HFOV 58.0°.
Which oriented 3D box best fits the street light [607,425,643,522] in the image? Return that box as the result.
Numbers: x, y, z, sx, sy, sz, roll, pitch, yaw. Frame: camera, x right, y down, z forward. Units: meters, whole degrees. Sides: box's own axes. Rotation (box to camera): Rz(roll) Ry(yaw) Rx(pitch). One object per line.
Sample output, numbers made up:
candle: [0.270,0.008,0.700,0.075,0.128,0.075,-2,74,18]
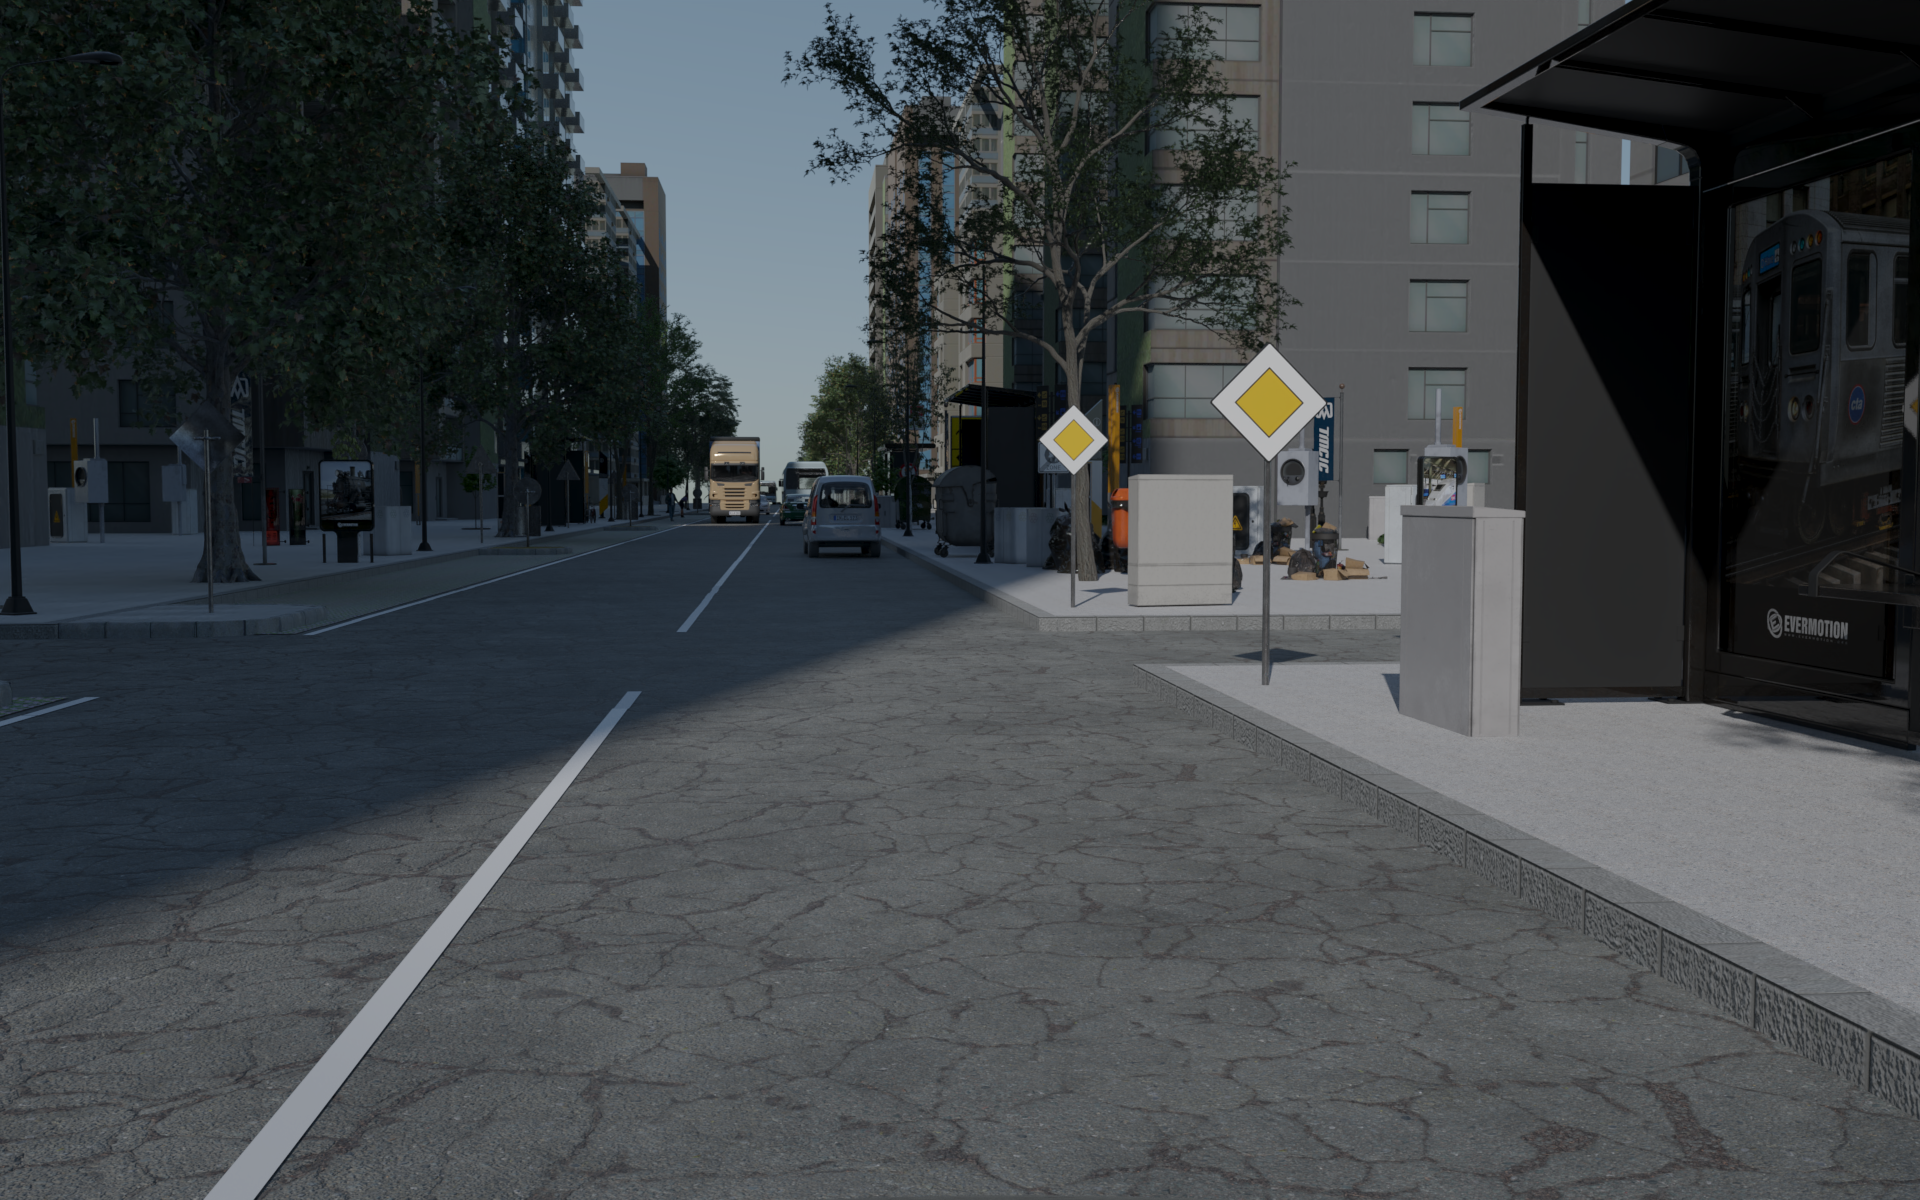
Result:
street light: [-15.610,-6.578,80.085,1.470,5.913,1.316,0,4,-6]

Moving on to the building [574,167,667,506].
building: [-53.547,-32.169,217.849,32.217,40.220,23.993,0,4,-6]

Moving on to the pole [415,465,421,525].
pole: [-22.194,-4.712,70.883,0.158,3.312,0.155,0,3,0]

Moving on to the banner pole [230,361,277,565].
banner pole: [-12.760,-2.512,31.081,0.863,3.779,0.401,-3,4,-36]

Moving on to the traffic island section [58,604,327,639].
traffic island section: [-8.101,0.220,18.687,2.009,0.180,2.903,0,4,-6]

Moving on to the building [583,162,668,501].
building: [-47.617,-35.921,237.420,14.600,45.320,14.200,0,4,-6]

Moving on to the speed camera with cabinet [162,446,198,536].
speed camera with cabinet: [-24.441,-3.663,54.229,0.660,3.252,2.038,-1,4,-11]

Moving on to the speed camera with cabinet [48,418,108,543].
speed camera with cabinet: [-23.218,-3.132,45.540,2.038,3.252,0.660,2,4,35]

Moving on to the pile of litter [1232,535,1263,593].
pile of litter: [3.184,-0.548,22.925,1.176,0.858,1.719,2,4,32]

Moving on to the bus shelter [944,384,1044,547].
bus shelter: [0.754,-2.982,40.044,1.731,3.624,6.357,0,4,-5]

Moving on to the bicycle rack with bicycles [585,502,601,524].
bicycle rack with bicycles: [-17.035,-3.860,76.499,2.852,0.926,2.925,0,4,3]

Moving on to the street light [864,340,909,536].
street light: [-2.113,-4.878,52.294,1.470,5.913,1.316,0,4,-6]

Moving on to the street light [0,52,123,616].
street light: [-9.498,-2.799,18.307,1.470,5.913,1.316,0,4,-6]

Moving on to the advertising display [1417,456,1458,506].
advertising display: [8.132,-1.487,29.529,0.974,1.923,0.123,-3,4,-38]

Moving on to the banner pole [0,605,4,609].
banner pole: [-10.754,-1.779,19.096,0.401,3.779,0.863,-3,4,-38]

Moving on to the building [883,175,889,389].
building: [-3.050,-33.111,224.956,14.154,41.232,14.086,0,4,-6]

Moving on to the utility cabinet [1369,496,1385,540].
utility cabinet: [11.933,-2.273,48.324,1.020,1.237,0.306,1,4,14]

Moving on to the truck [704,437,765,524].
truck: [-11.270,-5.992,86.876,2.839,4.237,11.283,0,4,-7]

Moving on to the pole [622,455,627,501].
pole: [-17.667,-5.954,91.195,0.158,3.312,0.155,0,3,0]

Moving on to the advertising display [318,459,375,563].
advertising display: [-11.403,-1.652,32.219,0.974,1.923,0.123,-1,4,-8]

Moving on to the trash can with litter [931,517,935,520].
trash can with litter: [-1.912,-4.591,86.125,2.233,1.210,1.678,2,4,34]

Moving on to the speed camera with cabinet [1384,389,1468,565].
speed camera with cabinet: [8.635,-2.304,32.000,0.660,3.252,2.038,3,5,45]

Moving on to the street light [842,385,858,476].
street light: [-4.170,-6.190,73.743,1.470,5.913,1.316,0,4,-6]

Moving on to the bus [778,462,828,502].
bus: [-9.479,-6.734,104.962,2.948,3.499,13.247,0,4,-6]

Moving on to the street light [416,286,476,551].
street light: [-11.500,-4.054,38.821,1.470,5.913,1.316,0,4,-6]

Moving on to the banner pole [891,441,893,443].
banner pole: [-3.377,-5.583,81.293,0.863,3.779,0.401,2,4,31]

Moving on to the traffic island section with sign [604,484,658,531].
traffic island section with sign: [-12.925,-3.638,68.108,1.989,1.847,2.006,0,4,-6]

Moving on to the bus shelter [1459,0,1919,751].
bus shelter: [4.141,-0.992,7.503,1.731,3.624,6.357,0,4,-6]

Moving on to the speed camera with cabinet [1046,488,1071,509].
speed camera with cabinet: [2.498,-3.322,48.657,2.038,3.252,0.660,-1,4,-22]

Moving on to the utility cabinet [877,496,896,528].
utility cabinet: [-2.858,-3.358,66.069,0.306,1.237,1.020,-3,4,-37]

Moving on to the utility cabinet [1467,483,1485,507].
utility cabinet: [10.181,-1.580,34.515,0.318,1.500,1.173,2,4,26]

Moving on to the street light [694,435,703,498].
street light: [-20.988,-10.061,137.036,1.470,5.913,1.316,0,4,-6]

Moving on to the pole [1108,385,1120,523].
pole: [2.879,-2.360,32.432,0.158,3.312,0.155,0,3,0]

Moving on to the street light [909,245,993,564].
street light: [-0.106,-3.623,31.781,1.470,5.913,1.316,0,4,-6]

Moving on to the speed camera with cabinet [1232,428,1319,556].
speed camera with cabinet: [6.300,-2.524,35.601,2.038,3.252,0.660,2,4,34]

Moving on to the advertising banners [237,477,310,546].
advertising banners: [-17.028,-2.850,42.793,0.090,3.025,2.074,2,4,34]

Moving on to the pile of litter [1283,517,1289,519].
pile of litter: [5.765,-1.076,31.559,1.176,0.858,1.719,-3,4,-38]

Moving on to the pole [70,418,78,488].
pole: [-23.841,-3.231,46.666,0.158,3.312,0.155,0,3,0]

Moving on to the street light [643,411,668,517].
street light: [-17.014,-7.505,95.251,1.470,5.913,1.316,0,4,-6]

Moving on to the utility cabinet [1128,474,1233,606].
utility cabinet: [2.521,-0.683,19.850,1.173,1.500,0.318,-1,4,-17]

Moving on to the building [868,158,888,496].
building: [-1.652,-37.874,242.935,21.300,48.544,21.600,0,4,-6]

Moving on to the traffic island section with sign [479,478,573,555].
traffic island section with sign: [-10.311,-1.997,41.279,1.989,1.847,2.006,0,4,-6]

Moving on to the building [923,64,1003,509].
building: [12.731,-28.151,152.155,32.217,40.220,23.993,0,4,-6]

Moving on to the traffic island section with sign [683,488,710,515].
traffic island section with sign: [-17.731,-6.654,117.423,1.989,1.847,2.006,0,4,-6]

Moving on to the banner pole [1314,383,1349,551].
banner pole: [8.428,-3.019,39.378,0.863,3.779,0.401,1,4,22]

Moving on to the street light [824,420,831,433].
street light: [-7.617,-8.298,108.208,1.470,5.913,1.316,0,4,-6]

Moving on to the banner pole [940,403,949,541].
banner pole: [-0.357,-3.509,47.384,0.401,3.779,0.863,0,4,-7]

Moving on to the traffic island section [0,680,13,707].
traffic island section: [-7.327,0.706,10.739,2.009,0.180,2.903,0,4,-6]

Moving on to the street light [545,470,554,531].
street light: [-13.574,-5.313,59.413,1.470,5.913,1.316,0,4,-6]

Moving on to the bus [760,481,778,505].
bus: [-26.521,-14.898,238.435,2.948,3.499,13.247,0,4,-5]

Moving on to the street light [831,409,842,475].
street light: [-6.122,-7.445,94.261,1.470,5.913,1.316,0,4,-6]

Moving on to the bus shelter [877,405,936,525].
bus shelter: [-2.423,-5.977,75.353,2.179,5.291,8.768,0,4,-6]

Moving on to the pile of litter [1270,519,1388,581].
pile of litter: [5.658,-0.744,26.136,1.719,0.858,1.176,0,4,0]

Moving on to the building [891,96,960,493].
building: [0.190,-33.405,196.282,14.600,45.320,14.200,0,4,-6]

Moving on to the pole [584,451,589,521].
pole: [-17.596,-5.370,81.644,0.158,3.312,0.155,0,3,0]

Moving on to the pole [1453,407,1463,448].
pole: [11.642,-2.860,40.599,0.158,3.312,0.155,0,3,0]

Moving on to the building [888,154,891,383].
building: [-1.385,-34.267,210.369,14.600,45.320,14.200,0,4,-6]

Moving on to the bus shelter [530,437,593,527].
bus shelter: [-16.211,-4.858,70.709,1.731,3.624,6.357,0,4,-5]

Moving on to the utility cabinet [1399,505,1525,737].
utility cabinet: [2.772,0.095,9.617,0.306,1.237,1.020,0,4,-7]

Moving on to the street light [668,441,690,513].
street light: [-19.035,-8.774,116.000,1.470,5.913,1.316,0,4,-6]
